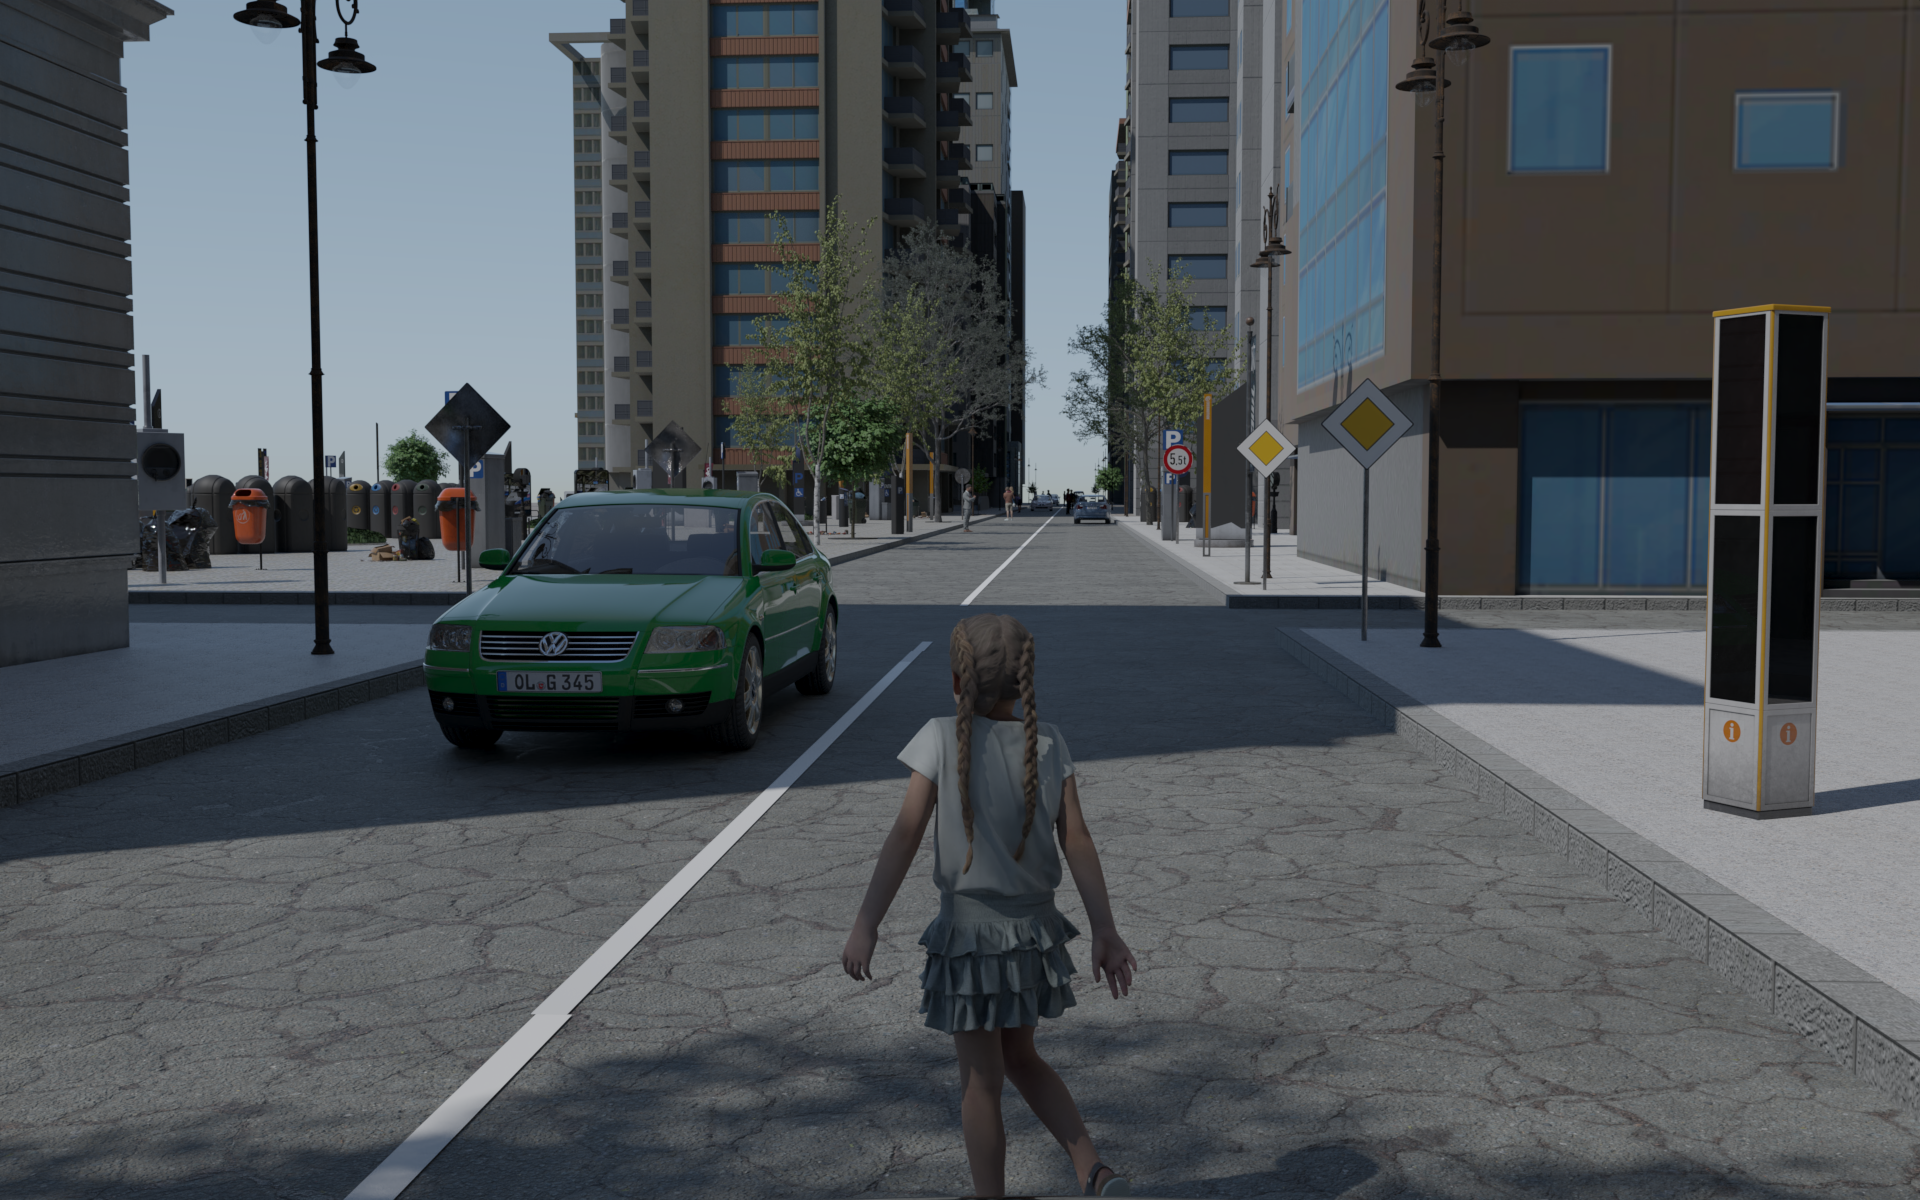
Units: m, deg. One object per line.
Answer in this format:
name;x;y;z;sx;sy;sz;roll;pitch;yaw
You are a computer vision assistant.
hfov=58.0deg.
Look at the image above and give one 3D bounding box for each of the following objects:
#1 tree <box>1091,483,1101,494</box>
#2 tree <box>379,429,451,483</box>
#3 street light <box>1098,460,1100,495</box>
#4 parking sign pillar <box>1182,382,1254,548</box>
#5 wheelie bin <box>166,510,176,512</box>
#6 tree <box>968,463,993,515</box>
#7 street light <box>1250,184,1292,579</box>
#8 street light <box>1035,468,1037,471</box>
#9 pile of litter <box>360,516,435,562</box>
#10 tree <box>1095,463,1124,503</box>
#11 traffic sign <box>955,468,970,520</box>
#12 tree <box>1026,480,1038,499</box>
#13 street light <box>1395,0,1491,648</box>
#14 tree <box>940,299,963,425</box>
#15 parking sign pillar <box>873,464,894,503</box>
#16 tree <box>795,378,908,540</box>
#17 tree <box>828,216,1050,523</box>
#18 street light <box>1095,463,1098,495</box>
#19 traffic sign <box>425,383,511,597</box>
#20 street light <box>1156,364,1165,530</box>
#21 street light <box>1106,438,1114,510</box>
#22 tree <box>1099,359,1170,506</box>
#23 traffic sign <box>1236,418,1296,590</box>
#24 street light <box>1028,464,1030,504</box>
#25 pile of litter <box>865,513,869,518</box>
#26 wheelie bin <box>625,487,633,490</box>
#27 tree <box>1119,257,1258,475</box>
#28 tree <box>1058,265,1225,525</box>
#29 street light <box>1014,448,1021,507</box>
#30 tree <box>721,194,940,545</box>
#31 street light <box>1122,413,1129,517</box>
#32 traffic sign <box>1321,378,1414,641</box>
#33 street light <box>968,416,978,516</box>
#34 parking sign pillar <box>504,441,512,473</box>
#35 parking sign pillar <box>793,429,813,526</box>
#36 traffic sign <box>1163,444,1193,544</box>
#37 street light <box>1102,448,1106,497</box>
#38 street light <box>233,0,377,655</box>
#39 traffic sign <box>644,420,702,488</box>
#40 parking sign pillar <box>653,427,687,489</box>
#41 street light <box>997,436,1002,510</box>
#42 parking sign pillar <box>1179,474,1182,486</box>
tree;20.013;-15.853;253.804;1.663;3.219;1.824;0;3;0
tree;-26.807;-6.187;84.866;4.285;4.588;4.351;0;3;0
street light;15.381;-13.034;185.888;0.468;5.910;1.993;0;4;4
parking sign pillar;6.391;-3.264;41.842;1.447;3.967;1.447;2;4;31
wheelie bin;-22.233;-2.487;48.566;0.693;1.594;0.980;0;4;-3
tree;1.256;-6.887;107.198;1.663;3.219;1.824;0;3;0
street light;4.672;-3.267;26.201;0.468;5.910;1.993;0;4;4
street light;11.162;-17.262;255.016;0.468;5.910;1.993;0;4;4
pile of litter;-10.901;-1.197;33.532;1.176;0.858;1.719;3;4;38
tree;15.617;-12.132;182.070;4.285;4.588;4.351;0;3;0
traffic sign;0.126;-5.232;85.648;0.768;2.556;0.104;0;4;5
tree;9.970;-14.914;238.441;1.663;3.219;1.824;0;3;0
street light;3.956;-2.544;14.375;0.468;5.910;1.993;0;4;4
tree;-2.020;-6.779;61.205;4.737;8.622;4.395;0;3;0
parking sign pillar;-3.846;-6.027;87.014;1.447;3.967;1.447;3;4;36
tree;-3.107;-4.006;49.220;4.285;4.588;4.351;0;3;0
tree;-1.127;-10.232;77.668;12.009;13.543;11.850;0;3;0
street light;17.720;-15.208;221.434;0.468;5.910;1.993;0;4;4
traffic sign;-4.442;-0.734;15.647;0.795;2.450;0.064;0;4;4
street light;7.116;-5.448;61.860;0.468;5.910;1.993;0;4;4
street light;12.126;-10.098;137.888;0.468;5.910;1.993;0;4;4
tree;9.377;-8.608;91.100;4.360;8.622;3.978;0;3;0
traffic sign;4.065;-1.188;23.063;0.795;2.450;0.064;0;4;4
street light;8.732;-15.088;219.476;0.468;5.910;1.993;0;4;4
pile of litter;-5.459;-4.865;93.500;1.719;0.858;1.176;-2;4;-35
wheelie bin;-14.244;-4.133;75.479;0.980;1.594;0.693;-1;4;-21
tree;6.753;-6.319;53.685;4.737;8.622;4.395;0;3;0
tree;7.499;-8.371;71.286;7.601;10.594;8.767;0;4;8
street light;5.521;-12.169;171.751;0.468;5.910;1.993;0;4;4
tree;-3.532;-5.691;43.411;4.737;8.622;4.395;0;3;0
street light;9.783;-7.924;102.342;0.468;5.910;1.993;0;4;4
traffic sign;3.533;-0.701;15.096;0.795;2.450;0.064;0;4;4
street light;0.752;-7.802;100.349;0.468;5.910;1.993;0;4;4
parking sign pillar;-22.981;-6.052;87.414;1.447;3.967;1.447;0;4;1
parking sign pillar;-6.476;-4.967;69.683;1.447;3.967;1.447;0;4;-5
traffic sign;5.590;-2.713;44.467;0.768;2.556;0.104;0;4;5
street light;14.583;-12.294;173.799;0.468;5.910;1.993;0;4;4
street light;-5.114;-2.503;13.719;0.468;5.910;1.993;0;4;4
traffic sign;-3.910;-1.221;23.614;0.795;2.450;0.064;0;4;4
parking sign pillar;-11.731;-4.984;69.954;1.447;3.967;1.447;1;4;14
street light;3.138;-9.995;136.208;0.468;5.910;1.993;0;4;4
parking sign pillar;12.302;-6.656;97.292;1.447;3.967;1.447;-2;4;-30
